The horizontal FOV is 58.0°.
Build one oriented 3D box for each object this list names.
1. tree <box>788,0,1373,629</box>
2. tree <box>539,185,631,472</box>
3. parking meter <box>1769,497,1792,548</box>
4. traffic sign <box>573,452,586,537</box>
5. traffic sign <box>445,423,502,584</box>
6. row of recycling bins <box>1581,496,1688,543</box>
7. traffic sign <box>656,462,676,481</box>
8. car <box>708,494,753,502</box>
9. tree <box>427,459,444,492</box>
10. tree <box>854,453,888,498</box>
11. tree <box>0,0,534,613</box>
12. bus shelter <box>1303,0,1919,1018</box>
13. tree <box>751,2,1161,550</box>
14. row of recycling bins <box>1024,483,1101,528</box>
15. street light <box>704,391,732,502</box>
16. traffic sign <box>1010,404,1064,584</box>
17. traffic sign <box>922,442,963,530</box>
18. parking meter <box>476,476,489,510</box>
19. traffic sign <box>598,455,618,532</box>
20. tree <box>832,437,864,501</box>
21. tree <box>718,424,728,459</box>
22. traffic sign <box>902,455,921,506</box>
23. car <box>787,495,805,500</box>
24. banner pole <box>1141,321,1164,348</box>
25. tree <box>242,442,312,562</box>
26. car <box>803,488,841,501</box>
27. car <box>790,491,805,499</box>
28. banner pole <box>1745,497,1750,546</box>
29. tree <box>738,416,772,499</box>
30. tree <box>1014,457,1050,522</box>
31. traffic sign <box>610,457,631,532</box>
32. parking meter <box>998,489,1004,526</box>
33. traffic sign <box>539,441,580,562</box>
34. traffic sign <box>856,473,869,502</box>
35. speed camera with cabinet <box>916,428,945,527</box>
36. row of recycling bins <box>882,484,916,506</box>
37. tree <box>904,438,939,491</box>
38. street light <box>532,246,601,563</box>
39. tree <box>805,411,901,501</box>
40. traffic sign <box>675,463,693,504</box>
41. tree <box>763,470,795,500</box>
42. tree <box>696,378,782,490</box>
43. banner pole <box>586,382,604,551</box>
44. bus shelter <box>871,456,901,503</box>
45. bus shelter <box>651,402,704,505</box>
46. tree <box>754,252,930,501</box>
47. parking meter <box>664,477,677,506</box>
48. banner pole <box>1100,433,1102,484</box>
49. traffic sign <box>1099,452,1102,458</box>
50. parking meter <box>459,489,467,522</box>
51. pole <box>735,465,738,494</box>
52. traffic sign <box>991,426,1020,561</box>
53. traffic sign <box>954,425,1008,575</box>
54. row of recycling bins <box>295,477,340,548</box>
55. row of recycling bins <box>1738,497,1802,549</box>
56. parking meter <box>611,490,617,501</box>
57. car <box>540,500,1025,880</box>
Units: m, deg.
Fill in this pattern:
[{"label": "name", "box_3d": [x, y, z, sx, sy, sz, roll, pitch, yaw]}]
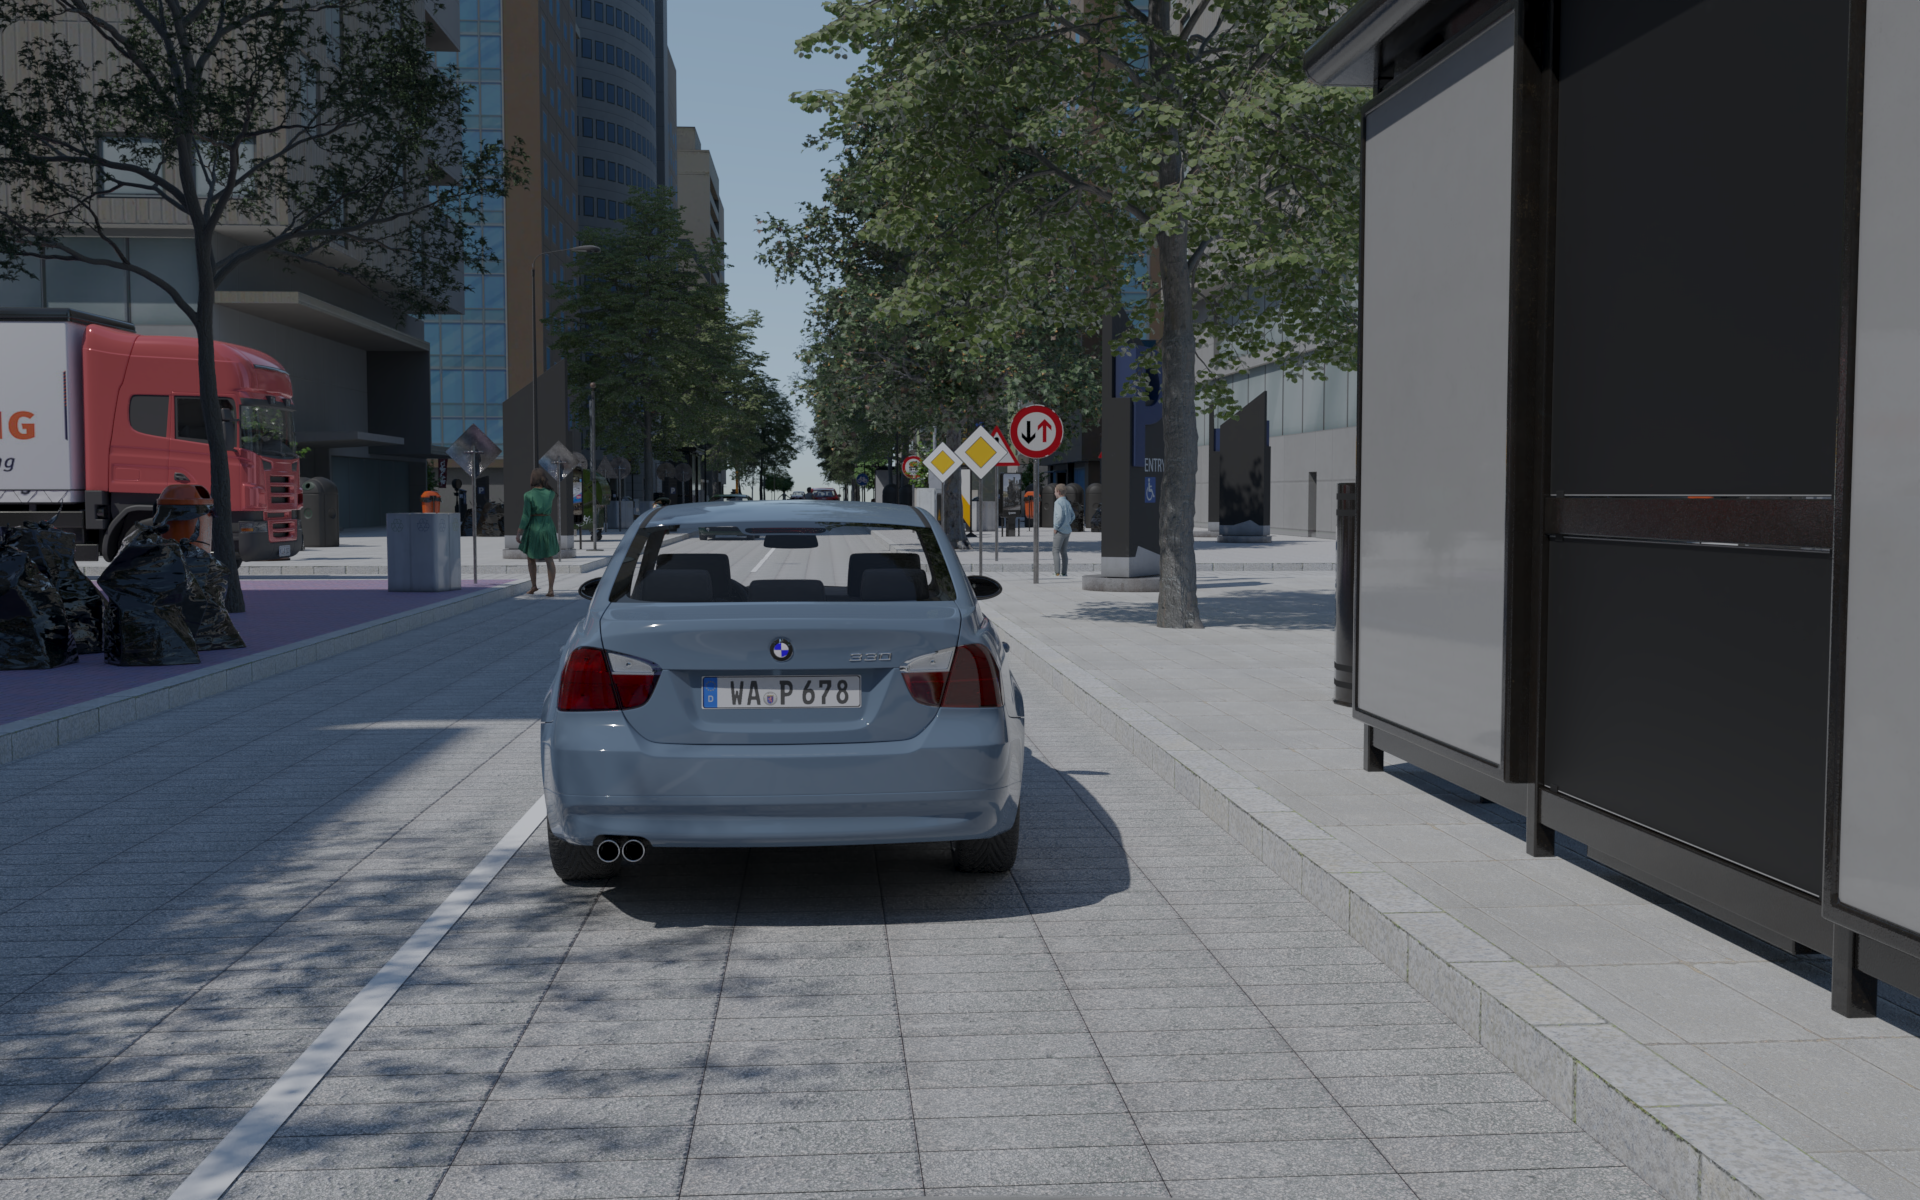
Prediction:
[{"label": "tree", "box_3d": [1.800, -5.988, 16.037, 7.486, 12.596, 7.792, 0, 3, 0]}, {"label": "tree", "box_3d": [-11.508, -8.898, 63.602, 7.486, 12.596, 7.792, 0, 3, 0]}, {"label": "parking meter", "box_3d": [18.511, -2.041, 39.076, 0.399, 1.863, 0.255, 3, 5, 43]}, {"label": "traffic sign", "box_3d": [-11.625, -3.190, 52.269, 0.768, 2.556, 0.104, 0, 4, -4]}, {"label": "traffic sign", "box_3d": [-6.923, -1.288, 24.695, 0.795, 2.450, 0.064, 0, 4, -5]}, {"label": "row of recycling bins", "box_3d": [6.504, -0.786, 19.962, 3.534, 1.692, 1.069, 0, 4, 2]}, {"label": "traffic sign", "box_3d": [-11.761, -4.233, 69.322, 0.768, 2.556, 0.104, 0, 4, -1]}, {"label": "car", "box_3d": [-7.308, -2.769, 55.065, 2.009, 1.686, 4.222, 0, 4, -3]}, {"label": "tree", "box_3d": [-24.054, -5.115, 78.230, 1.663, 3.219, 1.824, 0, 3, 0]}, {"label": "tree", "box_3d": [-6.639, -9.105, 132.577, 4.285, 4.588, 4.351, 0, 3, 0]}, {"label": "tree", "box_3d": [-8.236, -5.135, 18.372, 7.601, 10.594, 8.767, -1, 4, -20]}, {"label": "bus shelter", "box_3d": [2.778, -1.766, 6.509, 2.179, 5.291, 8.768, 0, 4, -4]}, {"label": "tree", "box_3d": [-0.106, -7.515, 39.873, 9.611, 12.733, 9.660, 0, 3, 0]}, {"label": "row of recycling bins", "box_3d": [3.967, -3.581, 65.657, 3.534, 1.692, 1.069, 2, 4, 35]}, {"label": "street light", "box_3d": [-10.962, -6.463, 78.208, 1.470, 5.913, 1.316, 0, 4, -5]}, {"label": "traffic sign", "box_3d": [1.090, -1.506, 24.724, 0.768, 2.556, 0.104, 0, 4, 3]}, {"label": "traffic sign", "box_3d": [-0.333, -1.808, 33.206, 0.795, 2.450, 0.064, 0, 4, -5]}, {"label": "parking meter", "box_3d": [-15.355, -3.057, 55.689, 0.399, 1.863, 0.255, 0, 4, 5]}, {"label": "traffic sign", "box_3d": [-11.913, -3.559, 58.186, 0.884, 2.594, 0.081, 0, 4, 3]}, {"label": "tree", "box_3d": [-10.529, -13.670, 173.869, 4.737, 8.622, 4.395, 0, 3, 0]}, {"label": "tree", "box_3d": [-20.690, -16.646, 182.535, 12.009, 13.543, 11.850, 0, 3, 0]}, {"label": "traffic sign", "box_3d": [-1.539, -3.497, 57.284, 0.768, 2.556, 0.104, 0, 4, -4]}, {"label": "car", "box_3d": [-16.370, -9.848, 173.594, 1.945, 1.354, 3.894, 0, 4, -4]}, {"label": "banner pole", "box_3d": [2.723, -2.124, 24.741, 0.863, 3.779, 0.401, 0, 4, -4]}, {"label": "tree", "box_3d": [-13.546, -2.372, 33.377, 1.663, 3.219, 1.824, 0, 3, 0]}, {"label": "car", "box_3d": [-8.203, -5.795, 103.419, 2.281, 1.827, 5.304, 0, 4, -7]}, {"label": "car", "box_3d": [-20.810, -13.153, 223.717, 2.281, 1.827, 5.304, 0, 4, -6]}, {"label": "banner pole", "box_3d": [15.960, -2.764, 35.208, 0.401, 3.779, 0.863, 0, 4, 5]}, {"label": "tree", "box_3d": [-18.276, -12.249, 150.626, 4.360, 8.622, 3.978, 0, 3, 0]}, {"label": "tree", "box_3d": [3.243, -5.221, 79.967, 1.663, 3.219, 1.824, 0, 3, 0]}, {"label": "traffic sign", "box_3d": [-11.634, -3.616, 59.227, 0.768, 2.556, 0.104, 0, 4, 4]}, {"label": "parking meter", "box_3d": [1.589, -3.721, 69.250, 0.372, 1.533, 0.369, 0, 3, 0]}, {"label": "traffic sign", "box_3d": [-7.556, -1.774, 32.655, 0.795, 2.450, 0.064, 0, 4, -5]}, {"label": "traffic sign", "box_3d": [-6.018, -6.530, 106.866, 0.768, 2.556, 0.104, 0, 4, 2]}, {"label": "speed camera with cabinet", "box_3d": [-0.719, -3.397, 49.883, 0.660, 3.252, 2.038, 1, 4, 14]}, {"label": "row of recycling bins", "box_3d": [-1.575, -3.718, 67.906, 3.534, 1.692, 1.069, 2, 4, 33]}, {"label": "tree", "box_3d": [-0.792, -3.610, 53.627, 1.663, 3.219, 1.824, 0, 3, 0]}, {"label": "street light", "box_3d": [-7.416, -3.666, 32.483, 1.470, 5.913, 1.316, 0, 4, -5]}, {"label": "tree", "box_3d": [-12.244, -17.805, 197.764, 9.857, 13.997, 8.962, 0, 3, 0]}, {"label": "traffic sign", "box_3d": [-11.408, -4.362, 71.424, 0.768, 2.556, 0.104, 0, 4, -1]}, {"label": "tree", "box_3d": [-26.667, -17.115, 263.541, 4.285, 4.588, 4.351, 0, 3, 0]}, {"label": "tree", "box_3d": [-16.857, -11.995, 130.537, 7.601, 10.594, 8.767, 1, 4, 10]}, {"label": "banner pole", "box_3d": [-8.211, -2.977, 38.694, 0.401, 3.779, 0.863, 0, 4, -4]}, {"label": "bus shelter", "box_3d": [-3.799, -6.141, 94.333, 2.014, 3.302, 5.546, 0, 4, -4]}, {"label": "bus shelter", "box_3d": [-12.822, -6.131, 77.882, 2.179, 5.291, 8.768, 0, 4, -5]}, {"label": "tree", "box_3d": [-3.392, -10.692, 85.187, 12.009, 13.543, 11.850, 0, 3, 0]}, {"label": "parking meter", "box_3d": [-9.845, -3.259, 58.997, 0.255, 1.863, 0.399, 3, 5, 41]}, {"label": "banner pole", "box_3d": [5.902, -4.994, 71.676, 0.401, 3.779, 0.863, 1, 4, 22]}, {"label": "traffic sign", "box_3d": [2.483, -1.565, 25.598, 0.884, 2.594, 0.081, 0, 4, -1]}, {"label": "parking meter", "box_3d": [-22.934, -4.374, 79.918, 0.372, 1.533, 0.369, 0, 3, 0]}, {"label": "pole", "box_3d": [-12.853, -6.481, 99.812, 0.158, 3.312, 0.155, 0, 3, 0]}, {"label": "traffic sign", "box_3d": [0.699, -2.019, 33.012, 0.884, 2.594, 0.081, 0, 4, 3]}, {"label": "traffic sign", "box_3d": [0.300, -1.321, 25.246, 0.795, 2.450, 0.064, 0, 4, -5]}, {"label": "row of recycling bins", "box_3d": [-16.467, -2.179, 42.742, 3.534, 1.692, 1.069, 3, 5, 41]}, {"label": "row of recycling bins", "box_3d": [20.175, -2.055, 40.714, 3.534, 1.692, 1.069, 0, 3, 0]}, {"label": "parking meter", "box_3d": [-20.179, -5.657, 100.909, 0.372, 1.533, 0.369, 0, 3, 0]}, {"label": "car", "box_3d": [-0.758, 0.259, 7.775, 2.014, 1.417, 4.499, 0, 4, -5]}]
